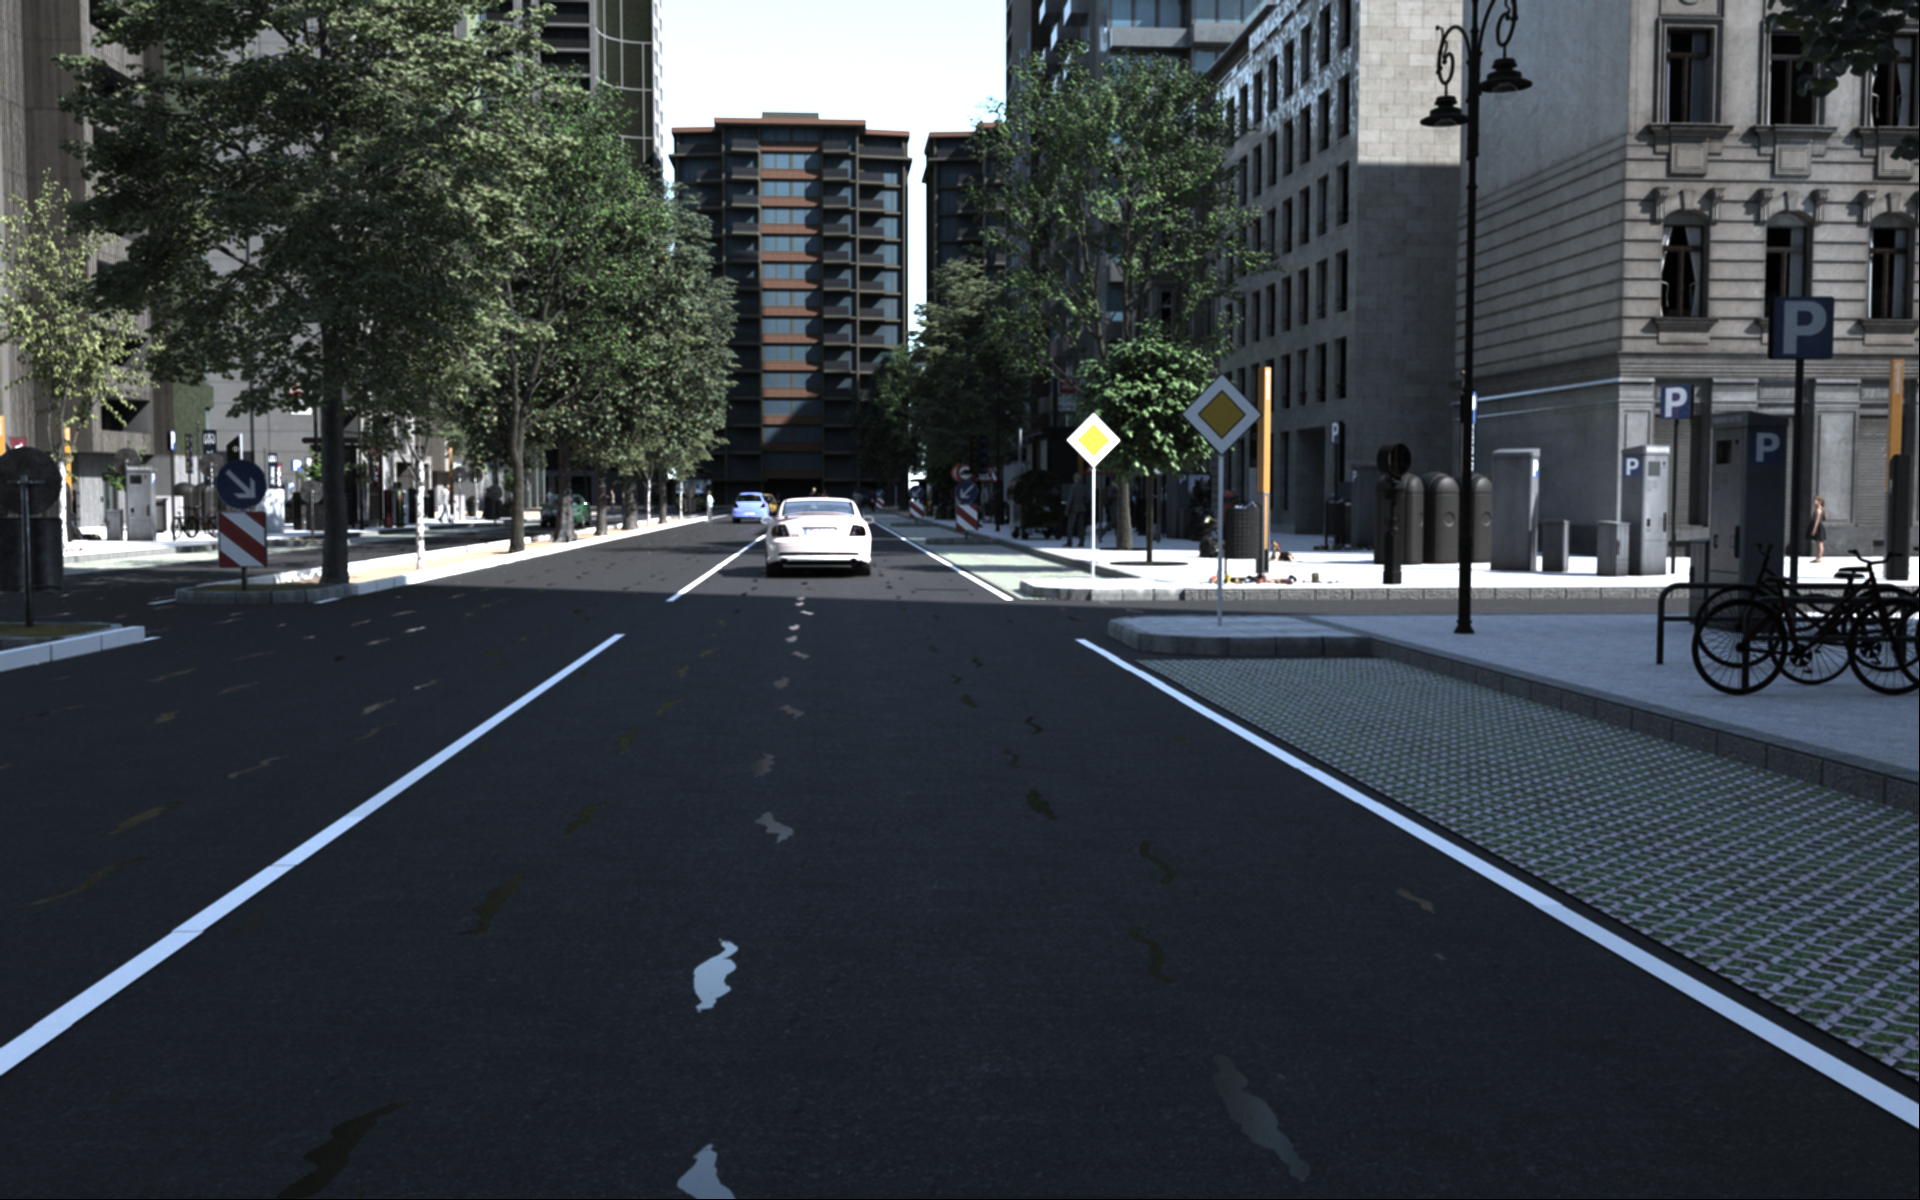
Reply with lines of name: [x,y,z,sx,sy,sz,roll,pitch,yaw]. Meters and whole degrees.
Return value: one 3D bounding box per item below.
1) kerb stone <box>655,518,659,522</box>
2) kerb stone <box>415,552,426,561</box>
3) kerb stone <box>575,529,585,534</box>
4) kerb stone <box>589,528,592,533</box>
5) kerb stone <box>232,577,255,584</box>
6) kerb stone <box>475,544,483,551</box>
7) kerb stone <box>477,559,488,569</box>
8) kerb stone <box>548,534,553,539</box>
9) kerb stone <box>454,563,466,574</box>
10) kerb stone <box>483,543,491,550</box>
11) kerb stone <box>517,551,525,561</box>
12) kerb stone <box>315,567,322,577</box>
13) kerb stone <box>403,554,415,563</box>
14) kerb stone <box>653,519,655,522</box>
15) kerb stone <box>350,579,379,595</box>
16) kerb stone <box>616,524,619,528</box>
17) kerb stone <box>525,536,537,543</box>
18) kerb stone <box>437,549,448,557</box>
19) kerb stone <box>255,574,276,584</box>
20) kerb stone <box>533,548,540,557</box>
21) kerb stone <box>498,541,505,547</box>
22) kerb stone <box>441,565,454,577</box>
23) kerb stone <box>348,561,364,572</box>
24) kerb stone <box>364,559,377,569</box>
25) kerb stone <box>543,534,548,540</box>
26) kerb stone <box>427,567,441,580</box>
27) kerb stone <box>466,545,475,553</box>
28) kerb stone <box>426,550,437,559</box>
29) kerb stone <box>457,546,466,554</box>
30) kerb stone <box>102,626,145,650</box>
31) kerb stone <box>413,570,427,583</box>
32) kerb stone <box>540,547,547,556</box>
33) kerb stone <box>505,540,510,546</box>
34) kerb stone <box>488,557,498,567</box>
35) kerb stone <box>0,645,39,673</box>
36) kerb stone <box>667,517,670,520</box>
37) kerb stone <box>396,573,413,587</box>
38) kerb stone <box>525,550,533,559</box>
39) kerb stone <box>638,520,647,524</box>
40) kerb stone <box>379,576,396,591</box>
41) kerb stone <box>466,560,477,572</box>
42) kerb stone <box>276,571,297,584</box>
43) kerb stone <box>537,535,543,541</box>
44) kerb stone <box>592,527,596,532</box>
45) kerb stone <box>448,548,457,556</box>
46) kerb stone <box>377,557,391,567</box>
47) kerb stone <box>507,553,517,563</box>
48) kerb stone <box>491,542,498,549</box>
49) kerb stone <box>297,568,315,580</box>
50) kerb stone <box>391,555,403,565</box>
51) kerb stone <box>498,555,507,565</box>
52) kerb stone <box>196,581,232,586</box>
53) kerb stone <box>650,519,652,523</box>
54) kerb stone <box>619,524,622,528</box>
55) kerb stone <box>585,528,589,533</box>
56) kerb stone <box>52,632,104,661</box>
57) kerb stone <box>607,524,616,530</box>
kerb stone: [-15.743,-4.106,89.332,0.120,0.150,1.000,0,4,-4]
kerb stone: [-11.681,-0.913,37.146,0.120,0.150,1.000,0,4,-4]
kerb stone: [-13.591,-2.414,61.690,0.120,0.150,1.000,0,4,-4]
kerb stone: [-13.748,-2.541,63.740,0.120,0.150,1.000,0,4,-4]
kerb stone: [-10.792,-0.220,25.874,0.120,0.150,1.000,0,4,-4]
kerb stone: [-12.153,-1.290,43.288,0.120,0.150,1.000,0,4,-4]
kerb stone: [-9.262,-0.673,33.206,0.120,0.150,1.000,0,4,-4]
kerb stone: [-13.028,-1.978,54.541,0.120,0.150,1.000,0,4,-4]
kerb stone: [-9.101,-0.548,31.158,0.120,0.150,1.000,0,4,-4]
kerb stone: [-12.230,-1.352,44.308,0.120,0.150,1.000,0,4,-4]
kerb stone: [-9.580,-0.922,37.291,0.120,0.150,1.000,0,4,-4]
kerb stone: [-11.125,-0.473,29.987,0.120,0.150,1.000,0,4,-4]
kerb stone: [-11.602,-0.852,36.127,0.120,0.150,1.000,0,4,-4]
kerb stone: [-15.588,-3.976,87.288,0.120,0.150,1.000,0,4,-4]
kerb stone: [-8.619,-0.170,25.017,0.120,0.150,1.000,0,4,-4]
kerb stone: [-14.393,-3.042,71.933,0.120,0.150,1.000,0,4,-4]
kerb stone: [-12.791,-1.790,51.467,0.120,0.150,1.000,0,4,-4]
kerb stone: [-11.827,-1.040,39.201,0.120,0.150,1.000,0,4,-4]
kerb stone: [-10.881,-0.288,26.906,0.120,0.150,1.000,0,4,-4]
kerb stone: [-9.738,-1.048,39.333,0.120,0.150,1.000,0,4,-4]
kerb stone: [-12.394,-1.478,46.359,0.120,0.150,1.000,0,4,-4]
kerb stone: [-9.025,-0.485,30.139,0.120,0.150,1.000,0,4,-4]
kerb stone: [-11.271,-0.602,32.030,0.120,0.150,1.000,0,4,-4]
kerb stone: [-11.359,-0.660,33.049,0.120,0.150,1.000,0,4,-4]
kerb stone: [-12.944,-1.916,53.522,0.120,0.150,1.000,0,4,-4]
kerb stone: [-8.944,-0.423,29.118,0.120,0.150,1.000,0,4,-4]
kerb stone: [-12.065,-1.226,42.270,0.120,0.150,1.000,0,4,-4]
kerb stone: [-11.754,-0.978,38.178,0.120,0.150,1.000,0,4,-4]
kerb stone: [-11.991,-1.163,41.242,0.120,0.150,1.000,0,4,-4]
kerb stone: [-7.937,0.360,16.316,0.120,0.150,1.000,0,4,-4]
kerb stone: [-8.859,-0.358,28.095,0.120,0.150,1.000,0,4,-4]
kerb stone: [-9.816,-1.111,40.354,0.120,0.150,1.000,0,4,-4]
kerb stone: [-12.467,-1.540,47.379,0.120,0.150,1.000,0,4,-4]
kerb stone: [-9.330,-0.730,34.227,0.120,0.150,1.000,0,4,-4]
kerb stone: [-7.783,0.485,14.274,0.120,0.150,1.000,0,4,-4]
kerb stone: [-16.382,-4.597,97.507,0.120,0.150,1.000,0,4,-4]
kerb stone: [-8.774,-0.296,27.075,0.120,0.150,1.000,0,4,-4]
kerb stone: [-9.654,-0.986,38.311,0.120,0.150,1.000,0,4,-4]
kerb stone: [-15.256,-3.728,83.189,0.120,0.150,1.000,0,4,-4]
kerb stone: [-8.698,-0.235,26.043,0.120,0.150,1.000,0,4,-4]
kerb stone: [-9.181,-0.611,32.180,0.120,0.150,1.000,0,4,-4]
kerb stone: [-10.951,-0.346,27.927,0.120,0.150,1.000,0,4,-4]
kerb stone: [-12.870,-1.845,52.486,0.120,0.150,1.000,0,4,-4]
kerb stone: [-13.829,-2.604,64.764,0.120,0.150,1.000,0,4,-4]
kerb stone: [-11.908,-1.103,40.223,0.120,0.150,1.000,0,4,-4]
kerb stone: [-11.436,-0.726,34.069,0.120,0.150,1.000,0,4,-4]
kerb stone: [-9.491,-0.858,36.273,0.120,0.150,1.000,0,4,-4]
kerb stone: [-12.309,-1.416,45.340,0.120,0.150,1.000,0,4,-4]
kerb stone: [-11.038,-0.413,28.957,0.120,0.150,1.000,0,4,-4]
kerb stone: [-11.513,-0.789,35.094,0.120,0.150,1.000,0,4,-4]
kerb stone: [-9.426,-0.793,35.250,0.120,0.150,1.000,0,4,-4]
kerb stone: [-10.718,-0.163,24.852,0.120,0.150,1.000,0,4,-4]
kerb stone: [-15.414,-3.856,85.236,0.120,0.150,1.000,0,4,-4]
kerb stone: [-14.473,-3.104,72.952,0.120,0.150,1.000,0,4,-4]
kerb stone: [-13.667,-2.477,62.717,0.120,0.150,1.000,0,4,-4]
kerb stone: [-7.856,0.422,15.293,0.120,0.150,1.000,0,4,-4]
kerb stone: [-14.310,-2.980,70.914,0.120,0.150,1.000,0,4,-4]
